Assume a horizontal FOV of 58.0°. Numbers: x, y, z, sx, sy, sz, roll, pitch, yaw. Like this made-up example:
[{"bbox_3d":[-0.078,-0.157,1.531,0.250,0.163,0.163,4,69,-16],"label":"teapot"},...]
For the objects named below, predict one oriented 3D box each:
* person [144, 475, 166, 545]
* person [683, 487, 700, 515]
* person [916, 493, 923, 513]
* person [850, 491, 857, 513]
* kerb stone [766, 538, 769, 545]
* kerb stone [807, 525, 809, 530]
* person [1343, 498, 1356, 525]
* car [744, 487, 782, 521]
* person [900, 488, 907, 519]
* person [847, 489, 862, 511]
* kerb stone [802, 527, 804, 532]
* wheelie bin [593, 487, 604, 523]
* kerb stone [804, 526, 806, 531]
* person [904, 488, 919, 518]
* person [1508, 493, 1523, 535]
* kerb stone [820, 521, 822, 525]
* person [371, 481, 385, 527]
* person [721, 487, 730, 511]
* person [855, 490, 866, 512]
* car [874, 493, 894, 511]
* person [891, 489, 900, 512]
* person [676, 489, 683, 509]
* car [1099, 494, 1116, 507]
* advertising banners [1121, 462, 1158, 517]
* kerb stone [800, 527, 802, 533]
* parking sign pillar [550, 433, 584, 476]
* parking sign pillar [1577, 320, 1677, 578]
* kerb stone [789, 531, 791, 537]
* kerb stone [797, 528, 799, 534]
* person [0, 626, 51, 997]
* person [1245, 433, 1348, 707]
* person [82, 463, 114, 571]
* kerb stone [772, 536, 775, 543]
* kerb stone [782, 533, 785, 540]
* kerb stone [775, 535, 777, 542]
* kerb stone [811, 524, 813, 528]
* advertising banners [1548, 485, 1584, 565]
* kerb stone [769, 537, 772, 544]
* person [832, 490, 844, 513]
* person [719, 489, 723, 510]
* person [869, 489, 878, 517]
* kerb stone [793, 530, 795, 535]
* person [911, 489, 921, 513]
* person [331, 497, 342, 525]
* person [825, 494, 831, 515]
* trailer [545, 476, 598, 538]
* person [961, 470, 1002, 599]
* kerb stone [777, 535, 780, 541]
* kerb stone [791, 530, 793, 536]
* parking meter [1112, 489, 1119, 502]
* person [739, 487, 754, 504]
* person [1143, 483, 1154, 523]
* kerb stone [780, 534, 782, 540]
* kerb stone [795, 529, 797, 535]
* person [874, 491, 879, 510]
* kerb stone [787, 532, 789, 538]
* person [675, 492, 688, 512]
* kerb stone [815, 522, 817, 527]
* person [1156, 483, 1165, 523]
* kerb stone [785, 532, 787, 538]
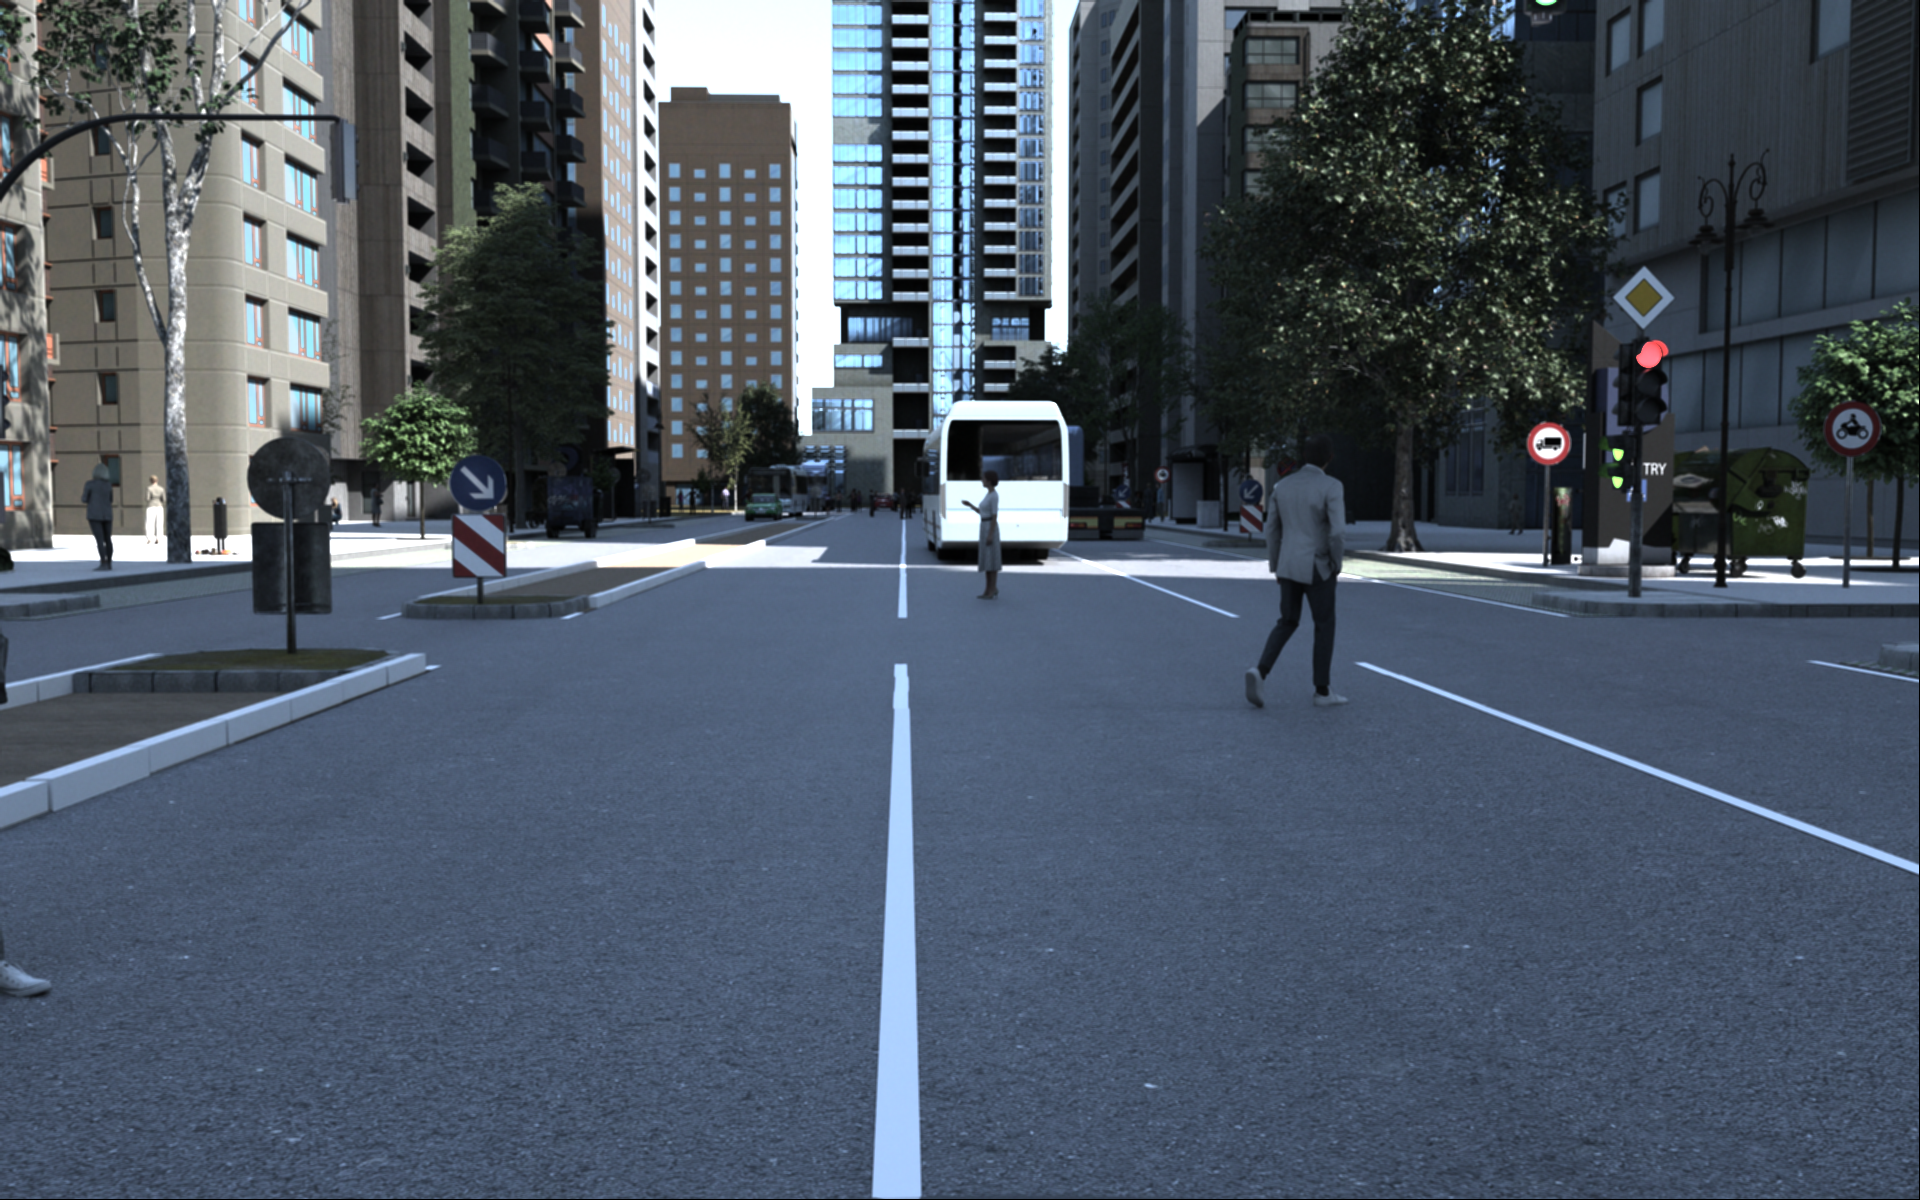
[{"bbox_3d":[-20.474,-2.288,43.998,0.362,1.759,0.519,3,5,41],"label":"person"},{"bbox_3d":[-16.604,-6.142,107.182,1.217,1.735,0.721,-3,5,-43],"label":"person"},{"bbox_3d":[-2.812,-7.576,132.361,1.348,1.826,0.705,1,4,16],"label":"person"},{"bbox_3d":[-8.131,-7.501,132.603,0.593,1.643,0.415,1,4,19],"label":"person"},{"bbox_3d":[-5.444,-1.563,47.810,0.120,0.150,1.000,0,4,-2],"label":"kerb stone"},{"bbox_3d":[-6.062,-2.756,67.277,0.120,0.150,1.000,0,4,-2],"label":"kerb stone"},{"bbox_3d":[16.051,-4.040,72.315,1.509,1.804,0.699,-3,5,-43],"label":"person"},{"bbox_3d":[-10.525,-5.145,92.911,1.959,1.807,4.718,0,4,-2],"label":"car"},{"bbox_3d":[-3.240,-5.513,99.190,0.434,1.755,0.990,1,4,9],"label":"person"},{"bbox_3d":[-8.885,-8.415,145.714,1.348,1.869,0.705,-1,4,-11],"label":"person"},{"bbox_3d":[-5.962,-2.564,64.200,0.120,0.150,1.000,0,4,-2],"label":"kerb stone"},{"bbox_3d":[-16.184,-4.214,76.810,0.693,1.594,0.980,0,4,4],"label":"wheelie bin"},{"bbox_3d":[-5.999,-2.626,65.221,0.120,0.150,1.000,0,4,-2],"label":"kerb stone"},{"bbox_3d":[-3.032,-5.729,102.301,1.348,1.807,0.705,2,4,30],"label":"person"},{"bbox_3d":[17.533,-2.714,54.685,0.475,1.303,0.640,-2,4,-35],"label":"person"},{"bbox_3d":[-6.394,-3.384,77.526,0.120,0.150,1.000,0,4,-2],"label":"kerb stone"},{"bbox_3d":[-22.785,-3.760,67.875,0.532,1.782,0.716,-2,4,-32],"label":"person"},{"bbox_3d":[-17.755,-7.685,131.562,0.709,1.838,0.599,1,4,15],"label":"person"},{"bbox_3d":[-8.056,-7.882,138.045,1.217,1.739,0.721,0,4,4],"label":"person"},{"bbox_3d":[-6.674,-8.694,151.182,2.155,1.783,4.494,0,4,-1],"label":"car"},{"bbox_3d":[-5.251,-8.170,142.071,0.705,1.826,1.348,-3,5,-44],"label":"person"},{"bbox_3d":[-23.852,-8.598,147.358,0.721,1.736,1.217,1,4,13],"label":"person"},{"bbox_3d":[6.293,-4.282,79.800,2.009,1.686,4.222,0,4,-2],"label":"car"},{"bbox_3d":[9.870,-6.066,95.366,2.074,3.025,0.090,1,4,21],"label":"advertising banners"},{"bbox_3d":[-5.936,-2.504,63.176,0.120,0.150,1.000,0,4,-2],"label":"kerb stone"},{"bbox_3d":[-16.144,-5.053,71.095,1.447,3.967,1.447,0,4,4],"label":"parking sign pillar"},{"bbox_3d":[10.414,-2.352,26.936,1.447,3.967,1.447,-1,4,-13],"label":"parking sign pillar"},{"bbox_3d":[-5.734,-2.130,57.026,0.120,0.150,1.000,0,4,-2],"label":"kerb stone"},{"bbox_3d":[-5.867,-2.379,61.130,0.120,0.150,1.000,0,4,-2],"label":"kerb stone"},{"bbox_3d":[-2.914,0.379,4.906,0.523,1.515,0.503,2,4,33],"label":"person"},{"bbox_3d":[2.296,-0.201,11.641,0.795,1.843,0.661,-3,5,-39],"label":"person"},{"bbox_3d":[-14.476,-1.396,29.045,0.526,1.800,0.537,3,4,38],"label":"person"},{"bbox_3d":[-5.508,-1.691,49.859,0.120,0.150,1.000,0,4,-2],"label":"kerb stone"},{"bbox_3d":[-5.634,-1.943,53.957,0.120,0.150,1.000,0,4,-2],"label":"kerb stone"},{"bbox_3d":[-5.537,-1.755,50.888,0.120,0.150,1.000,0,4,-2],"label":"kerb stone"},{"bbox_3d":[-6.165,-2.945,70.345,0.120,0.150,1.000,0,4,-2],"label":"kerb stone"},{"bbox_3d":[11.559,-2.168,31.639,2.074,3.025,0.090,-2,4,-25],"label":"advertising banners"},{"bbox_3d":[-5.481,-1.629,48.832,0.120,0.150,1.000,0,4,-2],"label":"kerb stone"},{"bbox_3d":[-9.367,-7.596,133.411,1.217,1.736,0.721,2,4,35],"label":"person"},{"bbox_3d":[-19.036,-8.053,138.414,0.721,1.736,1.217,-2,4,-25],"label":"person"},{"bbox_3d":[-5.444,-6.140,109.687,0.742,1.727,0.445,2,4,30],"label":"person"},{"bbox_3d":[-5.809,-2.255,59.084,0.120,0.150,1.000,0,4,-2],"label":"kerb stone"},{"bbox_3d":[-3.536,-7.433,130.046,1.348,1.823,0.705,-2,4,-29],"label":"person"},{"bbox_3d":[-26.193,-3.735,72.602,1.012,1.151,0.738,2,4,28],"label":"person"},{"bbox_3d":[-9.048,-6.536,118.603,0.421,1.427,0.697,0,4,-3],"label":"person"},{"bbox_3d":[-12.556,-2.956,55.378,1.471,1.999,3.904,0,4,-2],"label":"trailer"},{"bbox_3d":[0.314,-0.898,23.752,0.524,1.755,0.480,-1,4,-17],"label":"person"},{"bbox_3d":[-5.571,-1.817,51.910,0.120,0.150,1.000,0,4,-2],"label":"kerb stone"},{"bbox_3d":[-5.773,-2.191,58.052,0.120,0.150,1.000,0,4,-2],"label":"kerb stone"},{"bbox_3d":[8.223,-5.088,91.599,0.372,1.533,0.369,0,3,0],"label":"parking meter"},{"bbox_3d":[-12.065,-5.587,99.803,1.348,1.831,0.705,0,4,-8],"label":"person"},{"bbox_3d":[8.448,-4.349,77.564,0.576,1.772,0.534,2,4,28],"label":"person"},{"bbox_3d":[-5.611,-1.880,52.932,0.120,0.150,1.000,0,4,-2],"label":"kerb stone"},{"bbox_3d":[-5.834,-2.319,60.108,0.120,0.150,1.000,0,4,-2],"label":"kerb stone"},{"bbox_3d":[-7.507,-9.043,157.067,1.217,1.743,0.721,2,4,31],"label":"person"},{"bbox_3d":[-5.706,-2.068,56.004,0.120,0.150,1.000,0,4,-2],"label":"kerb stone"},{"bbox_3d":[-19.670,-6.917,122.365,0.991,1.433,0.599,-2,4,-33],"label":"person"},{"bbox_3d":[-6.270,-3.132,73.426,0.120,0.150,1.000,0,4,-2],"label":"kerb stone"},{"bbox_3d":[8.896,-4.300,76.691,0.444,1.785,0.601,0,4,4],"label":"person"},{"bbox_3d":[-5.668,-2.001,54.981,0.120,0.150,1.000,0,4,-2],"label":"kerb stone"}]
